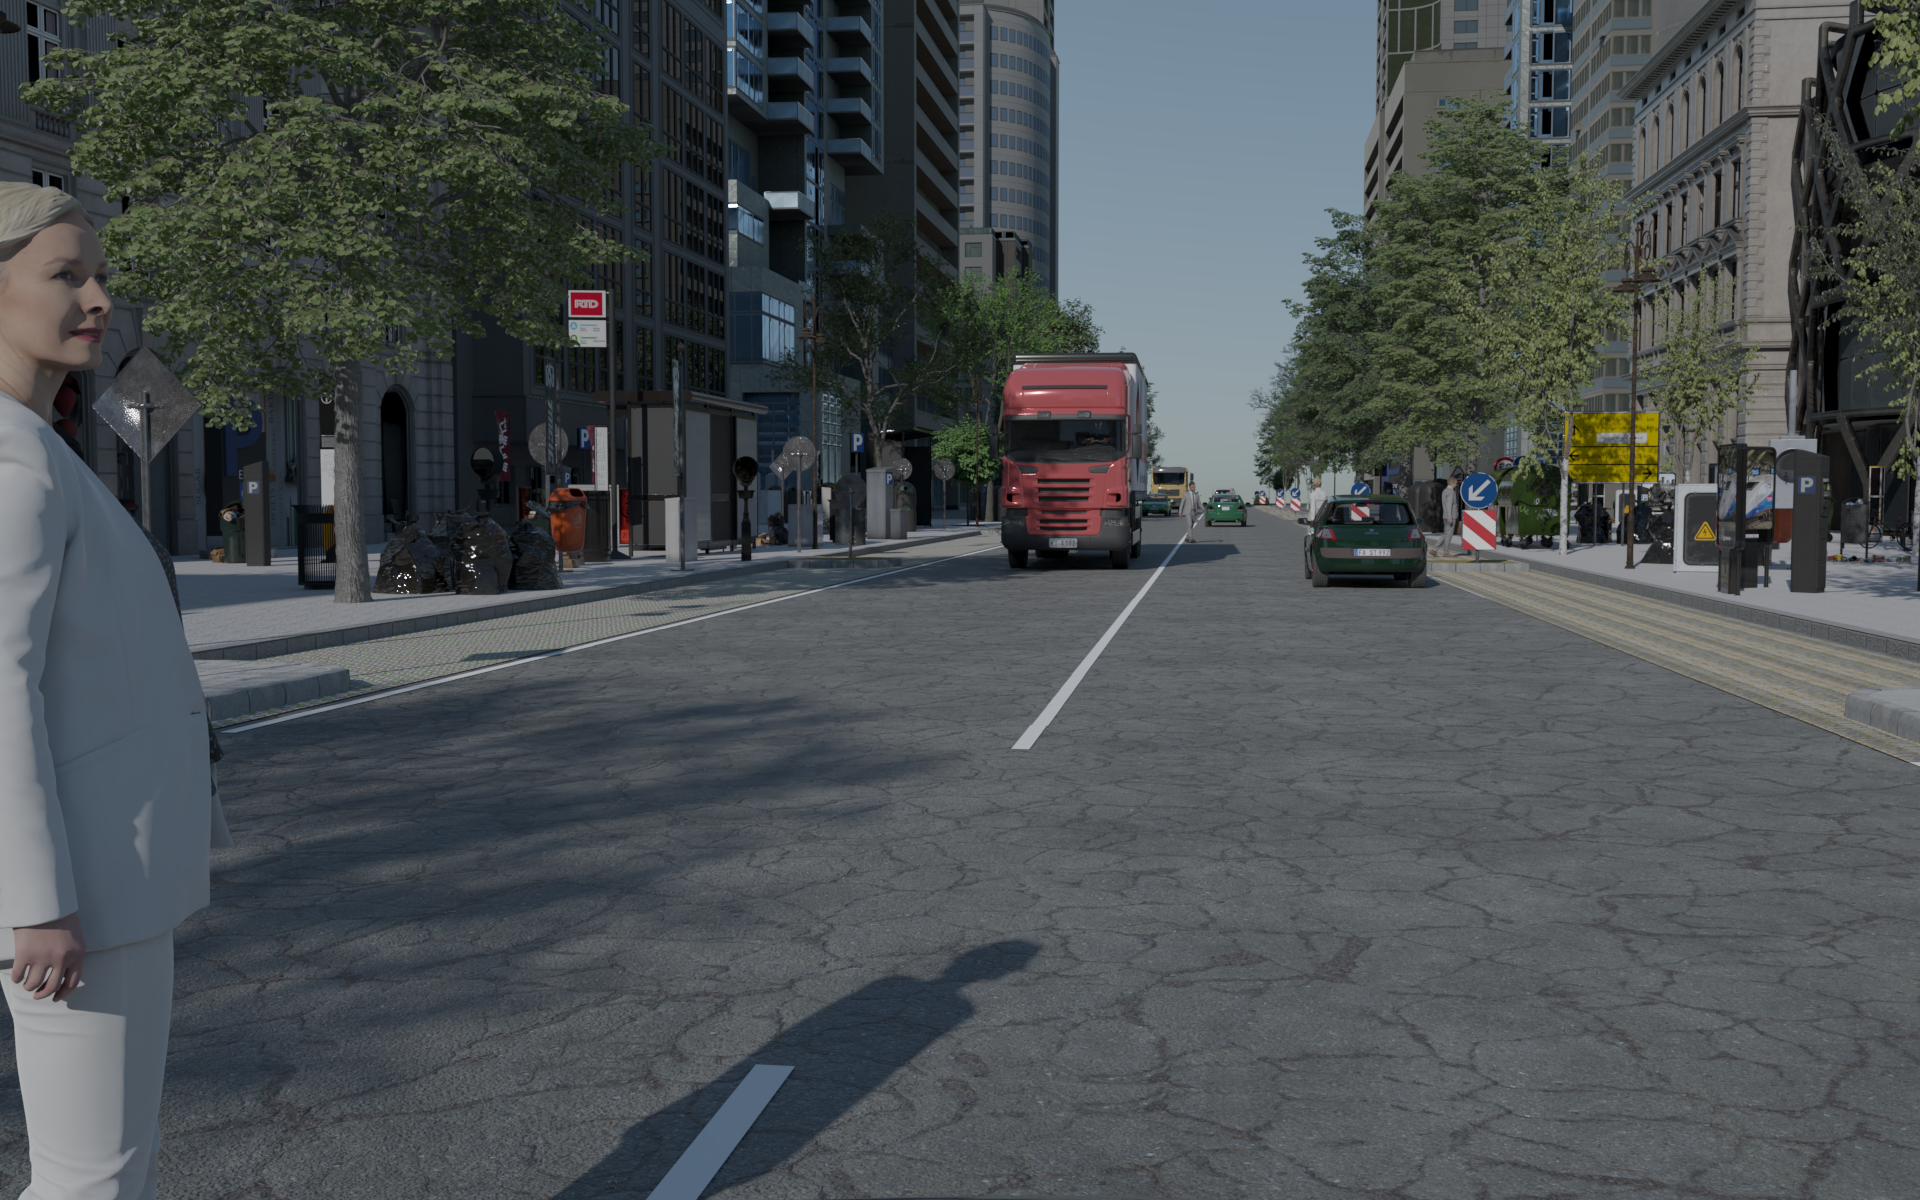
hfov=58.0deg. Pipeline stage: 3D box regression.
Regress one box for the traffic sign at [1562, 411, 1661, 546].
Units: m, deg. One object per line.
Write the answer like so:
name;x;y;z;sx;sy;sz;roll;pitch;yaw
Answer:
traffic sign;15.974;-2.978;42.564;2.265;3.308;0.079;1;4;12

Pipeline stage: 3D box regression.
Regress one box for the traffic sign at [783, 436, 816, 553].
traffic sign;-3.533;-2.315;37.954;0.768;2.556;0.104;1;4;14

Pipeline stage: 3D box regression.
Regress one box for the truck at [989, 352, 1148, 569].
truck;2.572;-2.922;36.685;2.839;4.237;11.283;0;4;8

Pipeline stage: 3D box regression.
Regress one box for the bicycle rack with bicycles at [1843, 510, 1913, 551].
bicycle rack with bicycles;22.030;-1.626;39.971;2.925;0.926;2.852;-1;4;-16

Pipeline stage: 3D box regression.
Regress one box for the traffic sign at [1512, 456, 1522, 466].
traffic sign;18.696;-3.510;57.502;0.768;2.556;0.104;1;4;13

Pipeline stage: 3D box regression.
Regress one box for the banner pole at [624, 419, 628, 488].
banner pole;-9.219;-3.541;47.910;0.401;3.779;0.863;0;4;-5

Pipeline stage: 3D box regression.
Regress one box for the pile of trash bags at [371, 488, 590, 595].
pile of trash bags;-6.212;-0.844;23.546;1.912;1.369;3.447;2;4;24

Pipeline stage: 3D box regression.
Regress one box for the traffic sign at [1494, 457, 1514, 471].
traffic sign;18.623;-3.616;59.231;0.768;2.556;0.104;1;4;9

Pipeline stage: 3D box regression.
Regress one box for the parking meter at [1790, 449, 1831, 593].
parking meter;11.053;-1.026;22.493;0.255;1.863;0.399;-3;5;-40

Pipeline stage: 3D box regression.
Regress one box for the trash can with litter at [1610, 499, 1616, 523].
trash can with litter;28.770;-3.941;75.821;1.055;1.170;0.624;-2;4;-34

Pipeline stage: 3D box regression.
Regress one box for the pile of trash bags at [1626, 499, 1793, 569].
pile of trash bags;13.742;-1.292;30.875;1.912;1.369;3.447;-1;4;-9

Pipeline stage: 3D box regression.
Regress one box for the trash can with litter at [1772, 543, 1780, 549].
trash can with litter;18.762;-1.772;40.353;0.624;1.170;1.055;1;4;13

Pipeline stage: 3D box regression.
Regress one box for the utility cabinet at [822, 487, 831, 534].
utility cabinet;-4.295;-2.887;55.880;0.318;1.500;1.173;0;4;-4

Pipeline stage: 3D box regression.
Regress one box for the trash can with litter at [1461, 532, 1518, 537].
trash can with litter;15.902;-2.496;51.867;2.233;1.210;1.678;-1;4;-14

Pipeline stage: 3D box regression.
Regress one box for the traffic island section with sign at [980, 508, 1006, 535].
traffic island section with sign;1.807;-3.213;61.162;1.989;1.847;2.006;1;4;8

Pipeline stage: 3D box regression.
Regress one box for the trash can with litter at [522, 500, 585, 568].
trash can with litter;-7.066;-1.148;30.159;1.055;1.170;0.624;0;4;8

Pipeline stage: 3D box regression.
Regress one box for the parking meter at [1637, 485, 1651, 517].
parking meter;19.019;-2.432;48.178;0.372;1.533;0.369;0;3;0

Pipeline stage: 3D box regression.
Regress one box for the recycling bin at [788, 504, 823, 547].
recycling bin;-3.797;-1.839;42.619;0.722;1.027;0.722;1;4;10

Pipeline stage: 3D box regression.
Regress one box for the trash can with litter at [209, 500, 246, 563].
trash can with litter;-13.638;-1.275;32.238;1.055;1.170;0.624;3;4;37

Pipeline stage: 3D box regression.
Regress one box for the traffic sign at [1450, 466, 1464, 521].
traffic sign;21.063;-4.481;73.267;0.884;2.594;0.081;1;4;14

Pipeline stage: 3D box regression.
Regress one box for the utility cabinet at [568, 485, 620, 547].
utility cabinet;-8.743;-2.000;41.376;1.173;1.500;0.318;-1;4;-10

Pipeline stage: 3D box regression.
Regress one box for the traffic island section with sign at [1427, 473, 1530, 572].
traffic island section with sign;9.571;-1.473;32.704;1.989;1.847;2.006;1;4;8

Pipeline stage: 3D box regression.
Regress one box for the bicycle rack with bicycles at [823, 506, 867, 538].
bicycle rack with bicycles;-3.227;-2.344;51.712;2.925;0.926;2.852;0;4;6

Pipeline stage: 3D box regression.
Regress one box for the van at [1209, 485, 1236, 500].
van;16.658;-6.245;109.111;2.013;2.044;4.112;1;4;10

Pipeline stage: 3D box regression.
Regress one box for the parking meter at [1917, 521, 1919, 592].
parking meter;12.780;-0.874;22.694;0.372;1.533;0.369;0;3;0

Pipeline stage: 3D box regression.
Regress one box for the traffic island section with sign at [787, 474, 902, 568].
traffic island section with sign;-2.213;-1.563;34.177;1.989;1.847;2.006;1;4;8

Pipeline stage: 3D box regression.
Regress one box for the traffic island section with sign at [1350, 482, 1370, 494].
traffic island section with sign;13.555;-3.106;59.404;1.989;1.847;2.006;1;4;8

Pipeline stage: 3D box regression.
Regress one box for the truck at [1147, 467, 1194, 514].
truck;15.161;-7.909;125.231;3.469;3.379;9.791;0;4;8

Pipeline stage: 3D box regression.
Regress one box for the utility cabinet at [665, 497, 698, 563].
utility cabinet;-5.294;-1.330;32.899;0.306;1.237;1.020;1;4;11

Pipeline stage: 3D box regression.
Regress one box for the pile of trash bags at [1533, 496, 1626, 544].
pile of trash bags;16.718;-2.207;45.839;1.912;1.369;3.447;-3;5;-45

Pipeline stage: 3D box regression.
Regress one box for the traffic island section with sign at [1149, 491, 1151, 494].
traffic island section with sign;21.424;-11.243;192.456;1.989;1.847;2.006;1;4;8

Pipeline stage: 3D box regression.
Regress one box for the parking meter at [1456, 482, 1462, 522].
parking meter;22.597;-4.430;78.142;0.399;1.863;0.255;1;4;22

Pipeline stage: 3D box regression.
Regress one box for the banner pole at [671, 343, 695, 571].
banner pole;-4.653;-2.363;28.657;0.401;3.779;0.863;0;4;3

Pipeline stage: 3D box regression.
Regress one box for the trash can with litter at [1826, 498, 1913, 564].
trash can with litter;17.177;-1.320;32.639;1.678;1.210;2.233;-2;4;-32

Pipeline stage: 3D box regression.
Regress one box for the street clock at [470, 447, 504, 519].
street clock;-7.264;-1.351;26.653;0.471;2.002;0.358;2;4;26

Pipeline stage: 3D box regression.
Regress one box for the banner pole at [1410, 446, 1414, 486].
banner pole;19.881;-5.271;76.204;0.401;3.779;0.863;2;4;26

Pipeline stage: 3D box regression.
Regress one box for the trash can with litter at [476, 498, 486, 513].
trash can with litter;-11.245;-1.879;41.775;1.678;1.210;2.233;1;4;9

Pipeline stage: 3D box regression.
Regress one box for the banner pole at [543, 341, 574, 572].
banner pole;-6.597;-2.333;28.170;0.401;3.779;0.863;0;4;7

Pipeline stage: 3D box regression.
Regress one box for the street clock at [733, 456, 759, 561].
street clock;-4.095;-1.747;33.134;0.471;2.002;0.358;-1;4;-12

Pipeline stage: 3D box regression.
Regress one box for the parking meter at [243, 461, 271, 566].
parking meter;-12.501;-1.534;30.786;0.399;1.863;0.255;0;4;8

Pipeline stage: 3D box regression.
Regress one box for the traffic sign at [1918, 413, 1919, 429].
traffic sign;11.888;-1.266;20.798;0.768;2.556;0.104;1;4;13

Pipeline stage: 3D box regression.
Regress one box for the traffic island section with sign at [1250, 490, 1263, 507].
traffic island section with sign;33.076;-11.099;190.102;1.989;1.847;2.006;1;4;8

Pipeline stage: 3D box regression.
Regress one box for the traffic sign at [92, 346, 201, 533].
traffic sign;-5.528;-0.498;11.780;0.795;2.450;0.064;1;4;8

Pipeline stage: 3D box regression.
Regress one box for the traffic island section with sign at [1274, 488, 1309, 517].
traffic island section with sign;20.970;-6.140;109.012;1.989;1.847;2.006;1;4;8

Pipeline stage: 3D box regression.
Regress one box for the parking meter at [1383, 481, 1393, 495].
parking meter;19.578;-4.495;79.210;0.399;1.863;0.255;0;4;-4

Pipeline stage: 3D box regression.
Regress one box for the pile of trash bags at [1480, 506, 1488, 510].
pile of trash bags;22.048;-3.741;70.915;1.912;1.369;3.447;2;4;33

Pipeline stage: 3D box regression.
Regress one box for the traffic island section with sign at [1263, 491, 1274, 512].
traffic island section with sign;24.960;-7.773;135.715;1.989;1.847;2.006;1;4;8

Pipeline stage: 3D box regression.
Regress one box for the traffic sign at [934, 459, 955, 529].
traffic sign;-0.567;-3.835;62.806;0.768;2.556;0.104;1;4;13
